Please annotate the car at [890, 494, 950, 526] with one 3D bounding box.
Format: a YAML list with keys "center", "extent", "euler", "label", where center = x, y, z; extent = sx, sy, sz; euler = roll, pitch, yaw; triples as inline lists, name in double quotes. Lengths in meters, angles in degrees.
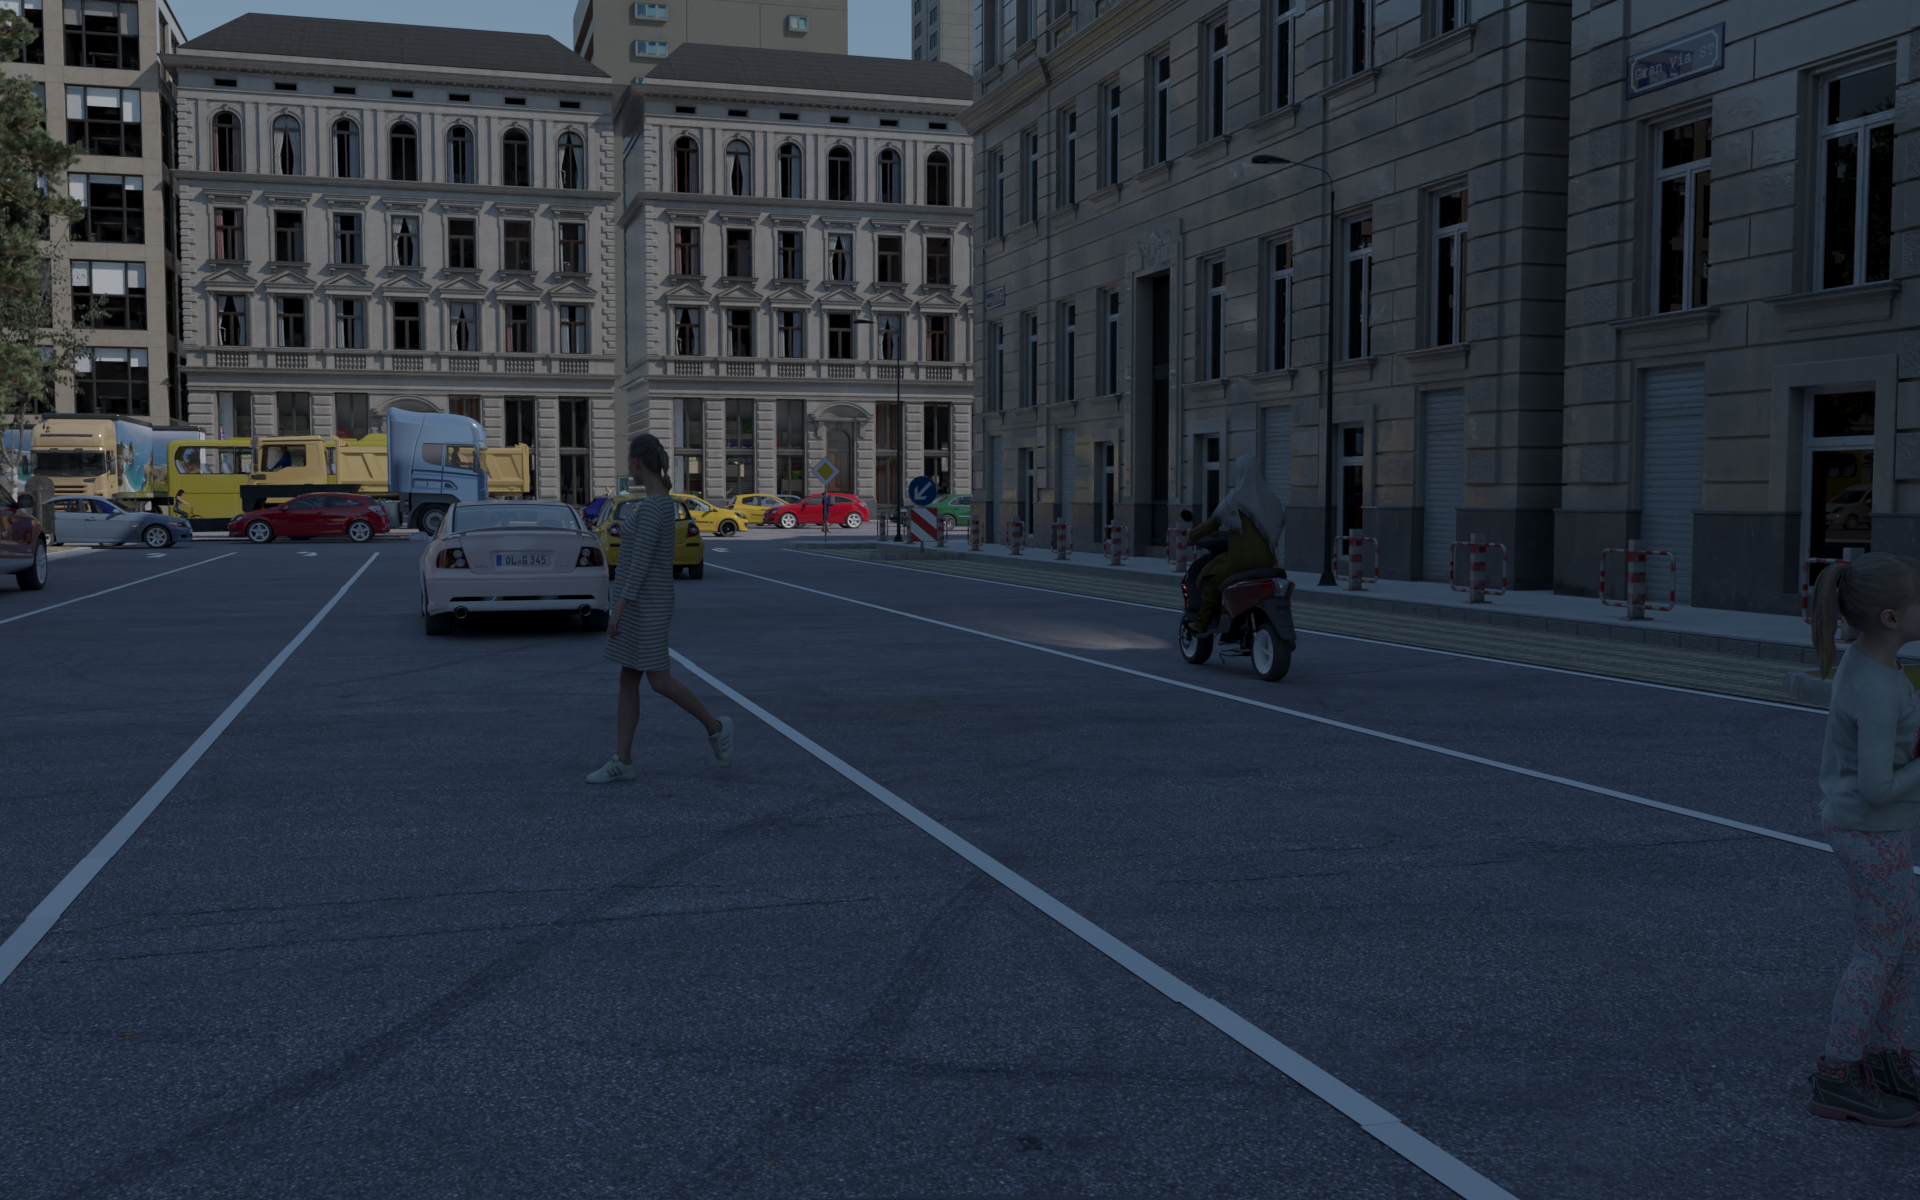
- center: [-1.012, -4.095, 76.733]
  extent: [4.222, 1.686, 2.009]
  euler: [-1, 4, -16]
  label: "car"

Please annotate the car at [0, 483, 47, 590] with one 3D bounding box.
- center: [-14.261, -0.940, 24.038]
  extent: [2.281, 1.827, 5.304]
  euler: [-1, 4, -15]
  label: "car"

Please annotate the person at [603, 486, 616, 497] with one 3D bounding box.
- center: [-15.439, -4.141, 76.392]
  extent: [0.592, 1.802, 0.473]
  euler: [3, 4, 37]
  label: "person"

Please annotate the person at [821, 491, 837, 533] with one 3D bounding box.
- center: [-4.888, -3.278, 64.458]
  extent: [0.546, 1.535, 0.453]
  euler: [-1, 4, -12]
  label: "person"

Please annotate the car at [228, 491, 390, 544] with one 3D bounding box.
- center: [-19.153, -2.567, 51.005]
  extent: [4.494, 1.783, 2.155]
  euler: [-1, 4, -15]
  label: "car"

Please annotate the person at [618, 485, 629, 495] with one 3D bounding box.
- center: [-15.200, -4.267, 78.291]
  extent: [0.660, 1.820, 0.620]
  euler: [-2, 4, -32]
  label: "person"

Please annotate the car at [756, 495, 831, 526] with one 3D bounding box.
- center: [-7.617, -4.029, 77.875]
  extent: [4.499, 1.417, 2.014]
  euler: [-1, 4, -16]
  label: "car"

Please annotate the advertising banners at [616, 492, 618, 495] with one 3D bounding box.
- center: [-25.422, -7.941, 126.022]
  extent: [0.090, 3.025, 2.074]
  euler: [1, 4, 16]
  label: "advertising banners"

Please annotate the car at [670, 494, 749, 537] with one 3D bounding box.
- center: [-9.077, -2.915, 57.879]
  extent: [3.980, 1.641, 2.015]
  euler: [-1, 4, -19]
  label: "car"

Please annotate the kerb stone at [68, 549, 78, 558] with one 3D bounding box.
- center: [-20.253, -1.047, 39.311]
  extent: [0.120, 0.150, 1.000]
  euler: [-1, 4, -17]
  label: "kerb stone"

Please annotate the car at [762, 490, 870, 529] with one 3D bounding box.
- center: [-6.010, -3.855, 72.062]
  extent: [4.494, 1.783, 2.155]
  euler: [-1, 4, -16]
  label: "car"

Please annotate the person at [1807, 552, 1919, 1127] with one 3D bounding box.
- center: [2.132, 0.538, 3.977]
  extent: [0.394, 1.301, 0.425]
  euler: [1, 4, 8]
  label: "person"

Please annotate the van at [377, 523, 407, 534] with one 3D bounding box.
- center: [-19.787, -3.437, 63.203]
  extent: [4.112, 2.044, 2.013]
  euler: [-1, 4, -18]
  label: "van"

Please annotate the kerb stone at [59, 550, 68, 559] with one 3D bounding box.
- center: [-19.959, -0.980, 38.323]
  extent: [0.120, 0.150, 1.000]
  euler: [-1, 4, -17]
  label: "kerb stone"

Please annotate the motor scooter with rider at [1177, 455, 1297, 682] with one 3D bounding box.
- center: [2.231, -0.300, 13.866]
  extent: [0.876, 1.779, 1.986]
  euler: [-1, 4, -16]
  label: "motor scooter with rider"

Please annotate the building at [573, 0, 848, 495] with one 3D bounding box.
- center: [-22.410, -32.427, 153.887]
  extent: [21.300, 48.544, 21.600]
  euler: [-1, 4, -17]
  label: "building"

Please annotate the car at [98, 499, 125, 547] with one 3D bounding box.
- center: [-24.591, -2.126, 47.339]
  extent: [3.894, 1.354, 1.945]
  euler: [-1, 4, -17]
  label: "car"

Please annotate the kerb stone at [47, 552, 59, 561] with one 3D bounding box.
- center: [-19.644, -0.926, 37.337]
  extent: [0.120, 0.150, 1.000]
  euler: [-1, 4, -17]
  label: "kerb stone"

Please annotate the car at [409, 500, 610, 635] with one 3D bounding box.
- center: [-4.986, -0.415, 19.140]
  extent: [2.083, 1.381, 4.827]
  euler: [-1, 4, -18]
  label: "car"

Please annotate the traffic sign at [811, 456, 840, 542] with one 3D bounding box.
- center: [-3.581, -2.596, 46.093]
  extent: [0.795, 2.450, 0.064]
  euler: [-1, 4, -17]
  label: "traffic sign"

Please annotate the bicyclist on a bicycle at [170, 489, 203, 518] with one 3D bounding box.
- center: [-29.949, -3.470, 66.755]
  extent: [1.625, 1.676, 1.499]
  euler: [-1, 4, -16]
  label: "bicyclist on a bicycle"

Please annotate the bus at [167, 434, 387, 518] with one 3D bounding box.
- center: [-25.520, -4.839, 70.660]
  extent: [12.252, 3.916, 2.896]
  euler: [-1, 4, -18]
  label: "bus"

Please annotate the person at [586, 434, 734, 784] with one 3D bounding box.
- center: [-1.527, 0.032, 8.725]
  extent: [0.760, 1.731, 0.466]
  euler: [-3, 4, -36]
  label: "person"

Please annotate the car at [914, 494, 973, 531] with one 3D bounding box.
- center: [0.525, -3.420, 67.712]
  extent: [4.920, 1.459, 2.131]
  euler: [-1, 4, -19]
  label: "car"

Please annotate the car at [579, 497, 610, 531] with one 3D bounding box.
- center: [-12.048, -3.127, 63.699]
  extent: [3.894, 1.354, 1.945]
  euler: [-1, 4, -18]
  label: "car"

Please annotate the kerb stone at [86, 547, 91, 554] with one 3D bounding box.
- center: [-20.863, -1.167, 41.281]
  extent: [0.120, 0.150, 1.000]
  euler: [-1, 4, -17]
  label: "kerb stone"

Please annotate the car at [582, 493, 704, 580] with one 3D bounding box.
- center: [-5.558, -1.232, 30.365]
  extent: [2.015, 1.641, 3.980]
  euler: [-1, 4, -16]
  label: "car"

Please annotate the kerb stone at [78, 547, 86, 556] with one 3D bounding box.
- center: [-20.553, -1.104, 40.296]
  extent: [0.120, 0.150, 1.000]
  euler: [-1, 4, -17]
  label: "kerb stone"

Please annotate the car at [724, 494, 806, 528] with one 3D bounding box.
- center: [-8.137, -3.891, 73.846]
  extent: [3.980, 1.641, 2.015]
  euler: [-1, 4, -15]
  label: "car"

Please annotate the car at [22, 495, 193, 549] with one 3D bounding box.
- center: [-22.685, -2.059, 45.661]
  extent: [4.499, 1.417, 2.014]
  euler: [-1, 4, -17]
  label: "car"

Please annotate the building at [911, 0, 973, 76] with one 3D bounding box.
- center: [4.706, -46.717, 202.074]
  extent: [20.611, 71.187, 20.563]
  euler: [-1, 4, -17]
  label: "building"
